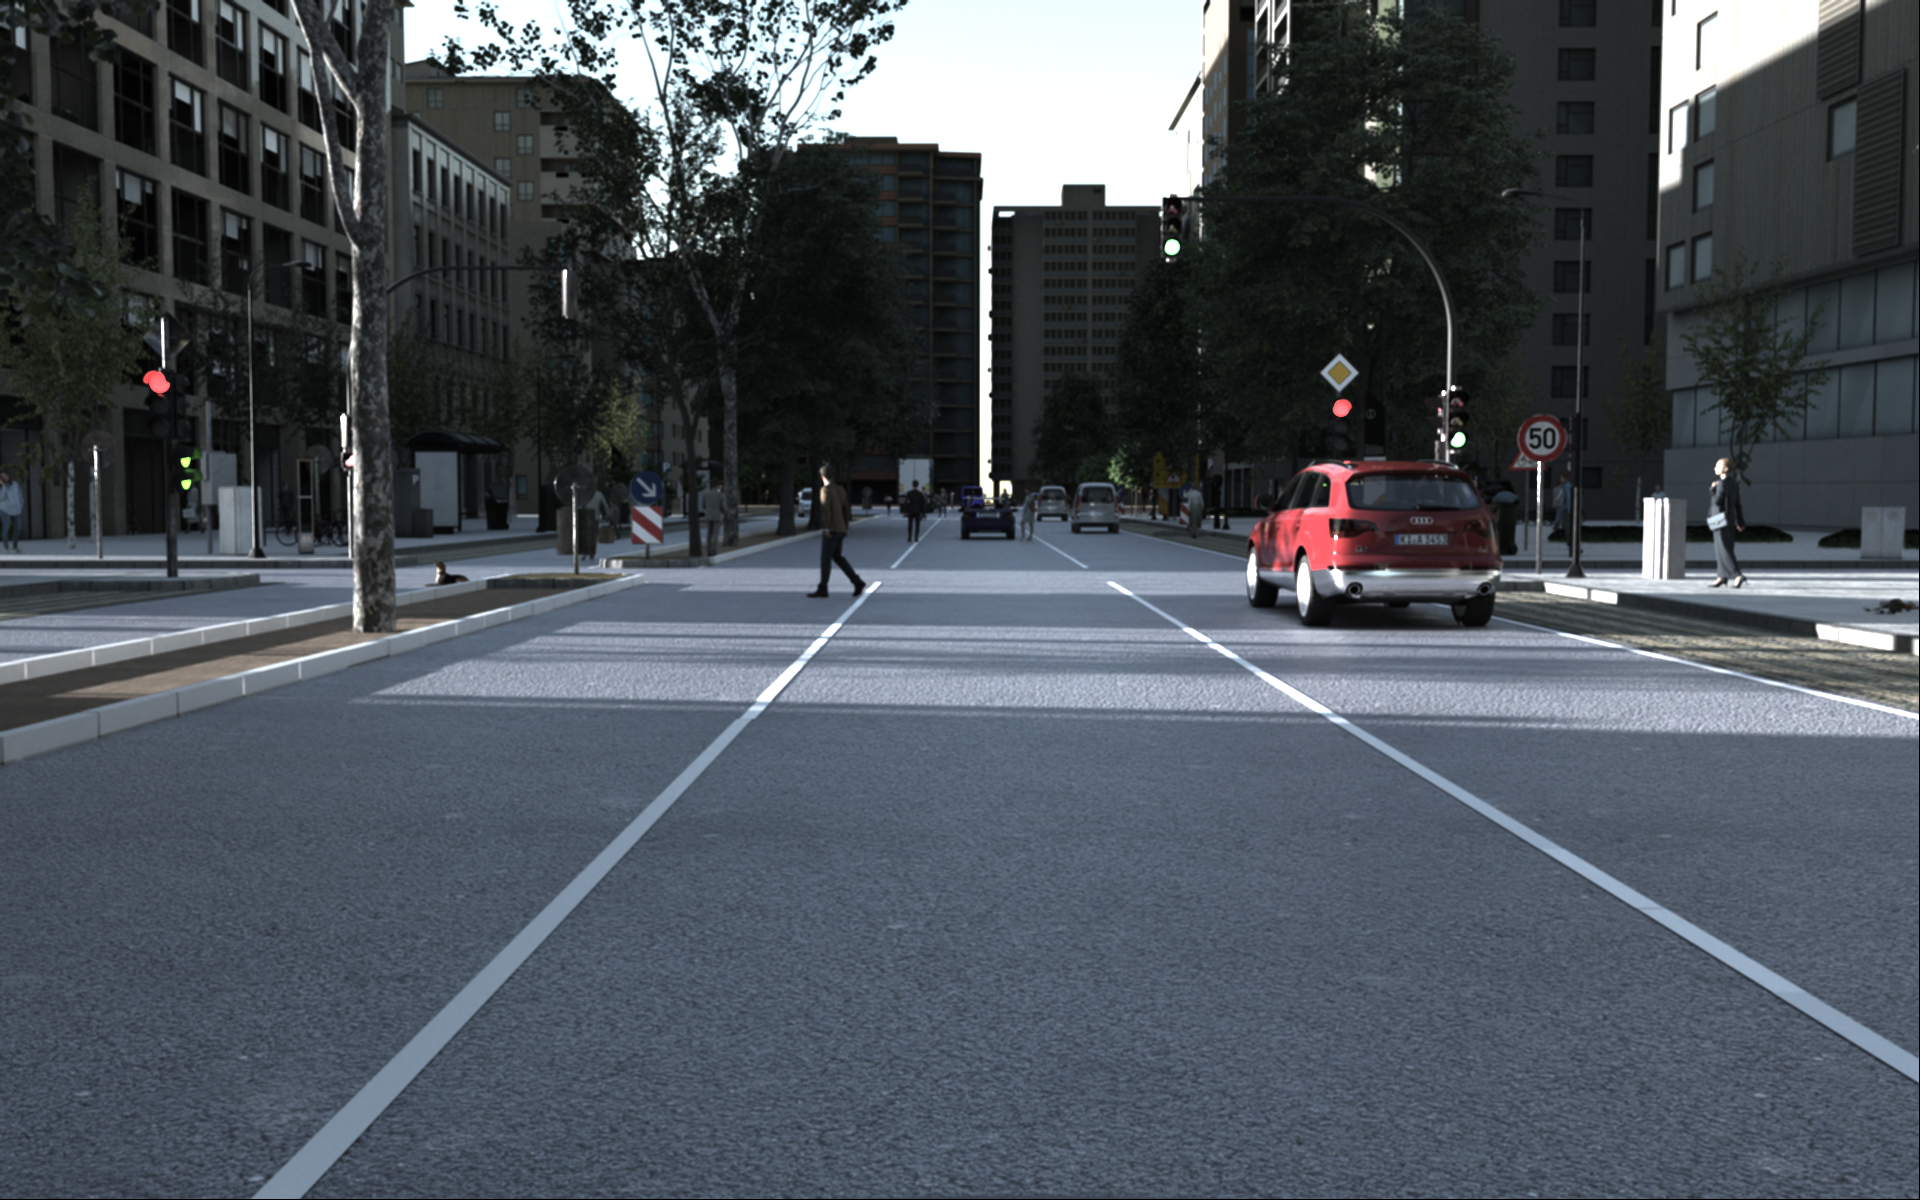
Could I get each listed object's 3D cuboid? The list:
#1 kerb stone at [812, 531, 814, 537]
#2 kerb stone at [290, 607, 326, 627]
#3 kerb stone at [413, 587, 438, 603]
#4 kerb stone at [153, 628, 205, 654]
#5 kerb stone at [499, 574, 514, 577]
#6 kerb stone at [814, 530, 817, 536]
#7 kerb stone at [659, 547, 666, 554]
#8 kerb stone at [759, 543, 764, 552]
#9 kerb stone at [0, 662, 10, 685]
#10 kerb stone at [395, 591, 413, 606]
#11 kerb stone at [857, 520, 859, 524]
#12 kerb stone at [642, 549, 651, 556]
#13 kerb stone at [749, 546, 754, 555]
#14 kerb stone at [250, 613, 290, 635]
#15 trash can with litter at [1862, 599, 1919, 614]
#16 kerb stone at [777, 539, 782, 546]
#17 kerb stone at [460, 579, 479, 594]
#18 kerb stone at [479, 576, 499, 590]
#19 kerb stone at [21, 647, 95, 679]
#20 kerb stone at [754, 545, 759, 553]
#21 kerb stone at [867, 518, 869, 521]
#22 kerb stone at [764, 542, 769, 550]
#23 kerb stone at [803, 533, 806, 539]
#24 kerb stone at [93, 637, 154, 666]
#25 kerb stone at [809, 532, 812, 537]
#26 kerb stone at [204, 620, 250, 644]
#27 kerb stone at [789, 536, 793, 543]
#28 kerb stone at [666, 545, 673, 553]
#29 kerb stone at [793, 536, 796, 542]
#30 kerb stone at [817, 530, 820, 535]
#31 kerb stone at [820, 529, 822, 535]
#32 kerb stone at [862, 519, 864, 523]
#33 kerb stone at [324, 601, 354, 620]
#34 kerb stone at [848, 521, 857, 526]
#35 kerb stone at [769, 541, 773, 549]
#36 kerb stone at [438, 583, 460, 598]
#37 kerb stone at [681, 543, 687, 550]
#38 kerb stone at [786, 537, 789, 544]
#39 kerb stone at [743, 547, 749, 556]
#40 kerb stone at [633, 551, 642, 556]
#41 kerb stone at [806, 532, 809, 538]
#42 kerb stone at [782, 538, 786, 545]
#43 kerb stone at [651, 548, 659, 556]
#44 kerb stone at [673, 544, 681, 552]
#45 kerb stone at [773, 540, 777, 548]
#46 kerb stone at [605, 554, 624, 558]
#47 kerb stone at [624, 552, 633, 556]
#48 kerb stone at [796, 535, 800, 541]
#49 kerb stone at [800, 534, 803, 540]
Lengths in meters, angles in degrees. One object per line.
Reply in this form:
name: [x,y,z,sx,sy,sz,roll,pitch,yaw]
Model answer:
kerb stone: [-5.012,-2.148,57.323,0.120,0.150,1.000,0,4,0]
kerb stone: [-7.199,0.206,18.905,0.120,0.150,1.000,0,4,0]
kerb stone: [-7.188,-0.045,23.015,0.120,0.150,1.000,0,4,0]
kerb stone: [-7.207,0.389,15.839,0.120,0.150,1.000,0,4,0]
kerb stone: [-7.177,-0.301,27.124,0.120,0.150,1.000,0,4,0]
kerb stone: [-4.998,-2.212,58.358,0.120,0.150,1.000,0,4,0]
kerb stone: [-7.149,-1.146,40.926,0.120,0.150,1.000,0,4,0]
kerb stone: [-5.041,-1.270,42.957,0.120,0.150,1.000,0,4,0]
kerb stone: [-7.224,0.581,12.766,0.120,0.150,1.000,0,4,0]
kerb stone: [-7.193,0.016,21.987,0.120,0.150,1.000,0,4,0]
kerb stone: [-4.946,-3.590,80.889,0.120,0.150,1.000,0,4,0]
kerb stone: [-7.151,-1.021,38.881,0.120,0.150,1.000,0,4,0]
kerb stone: [-5.047,-1.144,40.910,0.120,0.150,1.000,0,4,0]
kerb stone: [-7.201,0.269,17.883,0.120,0.150,1.000,0,4,0]
trash can with litter: [10.752,-0.496,19.174,2.233,1.210,1.678,-2,4,-25]
kerb stone: [-5.033,-1.521,47.069,0.120,0.150,1.000,0,4,0]
kerb stone: [-7.194,-0.176,25.070,0.120,0.150,1.000,0,4,0]
kerb stone: [-7.182,-0.238,26.092,0.120,0.150,1.000,0,4,0]
kerb stone: [-7.219,0.514,13.792,0.120,0.150,1.000,0,4,0]
kerb stone: [-5.045,-1.207,41.935,0.120,0.150,1.000,0,4,0]
kerb stone: [-4.924,-4.092,89.105,0.120,0.150,1.000,0,4,0]
kerb stone: [-5.036,-1.330,43.981,0.120,0.150,1.000,0,4,0]
kerb stone: [-5.011,-1.960,54.240,0.120,0.150,1.000,0,4,0]
kerb stone: [-7.213,0.453,14.817,0.120,0.150,1.000,0,4,0]
kerb stone: [-5.010,-2.086,56.296,0.120,0.150,1.000,0,4,0]
kerb stone: [-7.209,0.326,16.861,0.120,0.150,1.000,0,4,0]
kerb stone: [-5.020,-1.708,50.143,0.120,0.150,1.000,0,4,0]
kerb stone: [-7.148,-1.201,41.949,0.120,0.150,1.000,0,4,0]
kerb stone: [-5.021,-1.772,51.170,0.120,0.150,1.000,0,4,0]
kerb stone: [-5.006,-2.273,59.385,0.120,0.150,1.000,0,4,0]
kerb stone: [-4.998,-2.337,60.407,0.120,0.150,1.000,0,4,0]
kerb stone: [-4.936,-3.840,84.994,0.120,0.150,1.000,0,4,0]
kerb stone: [-7.198,0.138,19.936,0.120,0.150,1.000,0,4,0]
kerb stone: [-4.949,-3.527,79.867,0.120,0.150,1.000,0,4,0]
kerb stone: [-5.044,-1.395,45.005,0.120,0.150,1.000,0,4,0]
kerb stone: [-7.186,-0.113,24.046,0.120,0.150,1.000,0,4,0]
kerb stone: [-7.137,-1.333,43.997,0.120,0.150,1.000,0,4,0]
kerb stone: [-5.029,-1.647,49.119,0.120,0.150,1.000,0,4,0]
kerb stone: [-5.051,-1.082,39.887,0.120,0.150,1.000,0,4,0]
kerb stone: [-7.161,-0.957,37.852,0.120,0.150,1.000,0,4,0]
kerb stone: [-5.008,-2.020,55.262,0.120,0.150,1.000,0,4,0]
kerb stone: [-5.023,-1.584,48.091,0.120,0.150,1.000,0,4,0]
kerb stone: [-7.150,-1.083,39.904,0.120,0.150,1.000,0,4,0]
kerb stone: [-7.138,-1.271,42.972,0.120,0.150,1.000,0,4,0]
kerb stone: [-5.033,-1.458,46.032,0.120,0.150,1.000,0,4,0]
kerb stone: [-7.166,-0.832,35.796,0.120,0.150,1.000,0,4,0]
kerb stone: [-7.159,-0.894,36.819,0.120,0.150,1.000,0,4,0]
kerb stone: [-5.015,-1.835,52.195,0.120,0.150,1.000,0,4,0]
kerb stone: [-5.015,-1.892,53.218,0.120,0.150,1.000,0,4,0]
